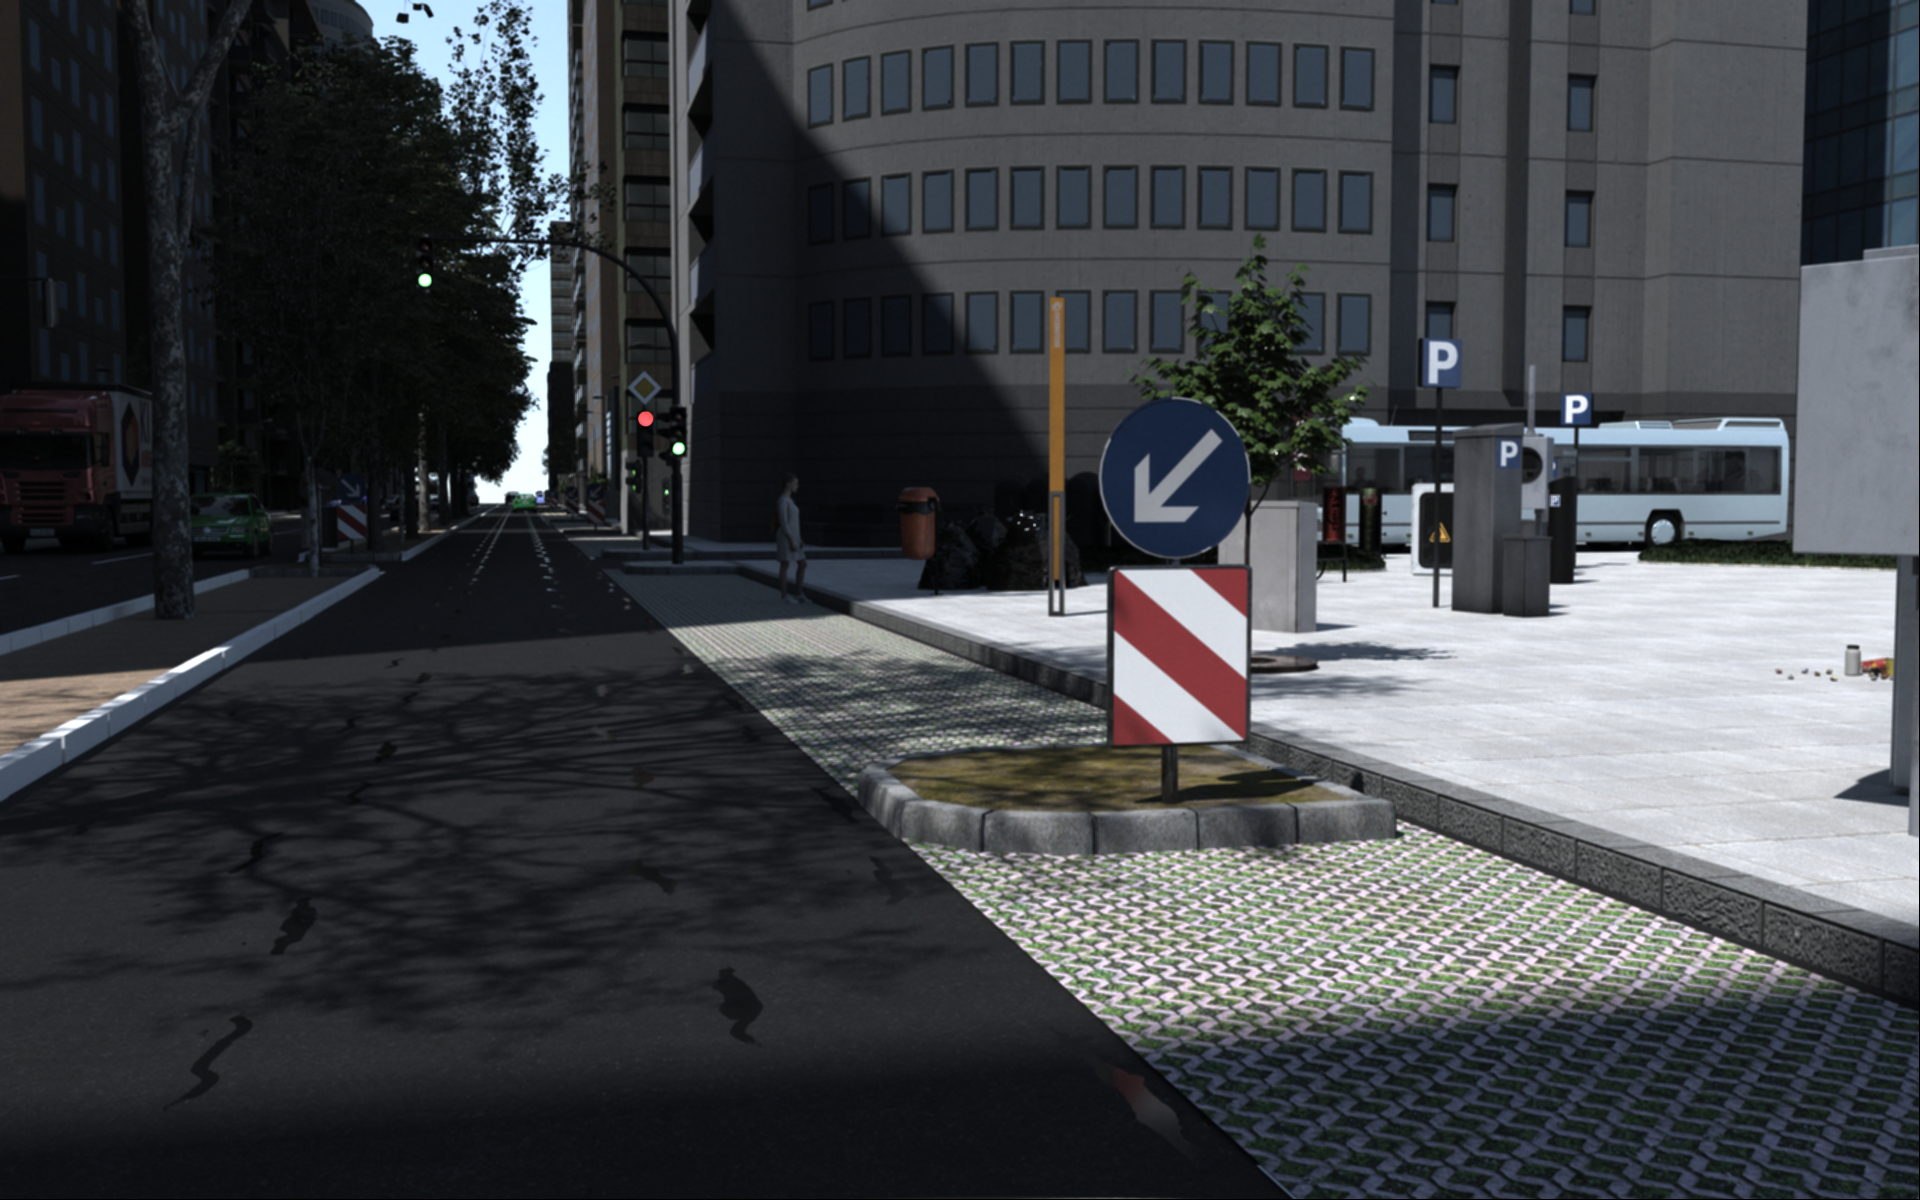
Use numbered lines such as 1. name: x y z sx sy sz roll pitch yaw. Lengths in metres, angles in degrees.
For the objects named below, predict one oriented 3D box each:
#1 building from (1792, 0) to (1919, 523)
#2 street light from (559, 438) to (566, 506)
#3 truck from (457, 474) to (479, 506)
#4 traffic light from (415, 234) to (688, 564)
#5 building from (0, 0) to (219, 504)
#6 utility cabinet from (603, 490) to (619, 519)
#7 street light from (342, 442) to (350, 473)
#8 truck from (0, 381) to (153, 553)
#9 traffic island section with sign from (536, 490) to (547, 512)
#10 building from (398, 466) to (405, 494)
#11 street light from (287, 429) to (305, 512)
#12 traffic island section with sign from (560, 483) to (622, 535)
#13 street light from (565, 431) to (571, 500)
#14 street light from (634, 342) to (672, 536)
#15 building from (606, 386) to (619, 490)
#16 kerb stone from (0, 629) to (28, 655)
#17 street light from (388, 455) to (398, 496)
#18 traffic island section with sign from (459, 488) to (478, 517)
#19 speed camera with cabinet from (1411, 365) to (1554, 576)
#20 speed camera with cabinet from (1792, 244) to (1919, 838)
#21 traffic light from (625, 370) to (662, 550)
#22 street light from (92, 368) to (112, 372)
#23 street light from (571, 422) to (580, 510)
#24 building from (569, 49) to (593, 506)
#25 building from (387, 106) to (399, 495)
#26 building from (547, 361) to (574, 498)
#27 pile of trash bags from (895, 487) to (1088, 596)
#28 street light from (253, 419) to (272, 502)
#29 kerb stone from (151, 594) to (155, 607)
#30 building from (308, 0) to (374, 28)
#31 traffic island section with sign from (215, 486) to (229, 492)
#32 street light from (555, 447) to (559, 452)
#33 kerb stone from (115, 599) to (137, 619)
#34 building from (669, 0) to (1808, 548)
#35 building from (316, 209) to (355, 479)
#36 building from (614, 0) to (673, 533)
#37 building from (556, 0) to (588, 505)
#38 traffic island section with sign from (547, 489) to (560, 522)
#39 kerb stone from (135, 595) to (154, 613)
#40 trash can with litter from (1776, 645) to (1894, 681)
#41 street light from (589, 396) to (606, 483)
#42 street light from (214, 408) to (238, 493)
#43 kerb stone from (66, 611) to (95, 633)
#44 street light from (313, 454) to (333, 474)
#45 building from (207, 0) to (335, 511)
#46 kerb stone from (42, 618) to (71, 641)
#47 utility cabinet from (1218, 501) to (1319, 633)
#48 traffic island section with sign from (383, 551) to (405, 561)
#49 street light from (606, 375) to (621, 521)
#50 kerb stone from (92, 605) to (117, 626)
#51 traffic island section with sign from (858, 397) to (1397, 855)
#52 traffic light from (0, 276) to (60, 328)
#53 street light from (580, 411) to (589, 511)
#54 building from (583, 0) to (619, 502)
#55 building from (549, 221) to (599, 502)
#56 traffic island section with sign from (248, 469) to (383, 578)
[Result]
1. building: 35.253 -24.826 56.014 14.200 45.320 14.600 -1 4 -14
2. street light: -31.987 -10.392 142.452 1.470 5.913 1.316 -1 4 -14
3. truck: -60.941 -13.703 213.803 2.967 4.110 18.799 -1 4 -14
4. traffic light: -7.223 -3.450 31.069 4.771 5.953 1.251 -1 4 -14
5. building: -43.978 -26.384 81.490 14.600 45.320 14.200 -1 4 -14
6. utility cabinet: -18.008 -4.952 89.643 0.318 1.500 1.173 1 4 22
7. street light: -54.721 -11.016 152.657 1.470 5.913 1.316 -1 4 -14
8. truck: -22.879 -3.457 45.442 2.839 4.237 11.283 -1 4 -15
9. traffic island section with sign: -31.960 -7.767 135.613 1.989 1.847 2.006 -1 4 -14
10. building: -87.231 -29.271 250.277 14.160 30.474 14.107 -1 4 -14
11. street light: -47.379 -9.240 123.614 1.470 5.913 1.316 -1 4 -14
12. traffic island section with sign: -13.086 -3.236 61.543 1.989 1.847 2.006 -1 4 -14
13. street light: -28.182 -9.508 128.001 1.470 5.913 1.316 -1 4 -14
14. street light: -9.288 -4.940 53.315 1.470 5.913 1.316 -1 4 -14
15. building: -8.548 -48.087 98.896 22.319 86.520 31.000 -1 4 -14
16. kerb stone: -8.744 0.372 16.106 0.120 0.150 1.000 -1 4 -14
17. street light: -71.666 -15.092 219.290 1.470 5.913 1.316 -1 4 -14
18. traffic island section with sign: -31.739 -6.262 110.526 2.006 1.907 1.989 -1 4 -14
19. speed camera with cabinet: 8.103 -1.991 26.892 2.038 3.252 0.660 2 4 29
20. speed camera with cabinet: 4.117 -0.780 7.084 2.038 3.252 0.660 -3 5 -42
21. traffic light: -7.189 -3.091 39.461 0.839 4.253 0.868 -1 4 -14
22. street light: -32.022 -5.594 63.995 1.470 5.913 1.316 -1 4 -14
23. street light: -24.108 -8.516 111.781 1.470 5.913 1.316 -1 4 -14
24. building: -27.170 -33.915 174.111 23.786 49.044 30.456 -1 4 -14
25. building: -86.153 -41.911 227.243 21.231 58.520 28.212 -1 4 -14
26. building: -43.392 -24.327 242.783 27.650 21.520 28.899 -1 4 -14
27. pile of trash bags: 0.240 -0.824 23.222 1.912 1.369 3.447 2 4 32
28. street light: -43.662 -8.355 109.141 1.470 5.913 1.316 -1 4 -14
29. kerb stone: -10.265 0.008 22.083 0.120 0.150 1.000 -1 4 -14
30. building: -78.498 -40.248 200.056 21.231 58.520 28.212 -1 4 -14
31. traffic island section with sign: -35.546 -4.574 83.409 1.989 1.847 2.006 -1 4 -14
32. street light: -35.763 -11.316 157.557 1.470 5.913 1.316 -1 4 -14
33. kerb stone: -9.748 0.129 20.090 0.120 0.150 1.000 -1 4 -14
34. building: 6.184 -31.158 51.427 28.212 58.520 21.231 -1 4 -14
35. building: -67.246 -24.287 168.791 14.160 30.474 14.107 -1 4 -14
36. building: -6.790 -18.219 69.586 14.160 30.474 14.107 -1 4 -14
37. building: -40.254 -47.604 216.569 20.563 71.187 20.611 -1 4 -14
38. traffic island section with sign: -19.784 -4.844 87.822 1.989 1.847 2.006 -1 4 -14
39. kerb stone: -10.015 0.073 21.085 0.120 0.150 1.000 -1 4 -14
40. trash can with litter: 6.854 -0.034 11.620 1.678 1.210 2.233 -2 4 -27
41. street light: -16.748 -6.725 82.492 1.470 5.913 1.316 -1 4 -14
42. street light: -39.475 -7.371 93.057 1.470 5.913 1.316 -1 4 -14
43. kerb stone: -9.251 0.251 18.099 0.120 0.150 1.000 -1 4 -14
44. street light: -50.988 -10.127 138.115 1.470 5.913 1.316 -1 4 -14
45. building: -65.685 -30.068 146.230 22.147 44.769 28.867 -1 4 -14
46. kerb stone: -9.003 0.315 17.108 0.120 0.150 1.000 -1 4 -14
47. utility cabinet: 2.906 -0.320 16.396 0.306 1.237 1.020 -3 4 -38
48. traffic island section with sign: -13.182 -1.809 37.706 2.006 1.907 1.989 -1 4 -14
49. street light: -12.943 -5.826 67.804 1.470 5.913 1.316 -1 4 -14
50. kerb stone: -9.501 0.189 19.098 0.120 0.150 1.000 -1 4 -14
51. traffic island section with sign: 0.595 0.050 7.813 1.989 1.847 2.006 -1 4 -14
52. traffic light: -21.278 -3.746 35.908 4.771 5.953 1.251 -1 4 -14
53. street light: -20.352 -7.612 96.994 1.470 5.913 1.316 -1 4 -14
54. building: -25.407 -30.658 151.363 14.600 45.320 14.200 -1 4 -14
55. building: -54.591 -35.367 261.848 14.154 41.232 14.086 -1 4 -14
56. traffic island section with sign: -11.363 -1.369 30.525 2.006 1.907 1.989 -1 4 -14
